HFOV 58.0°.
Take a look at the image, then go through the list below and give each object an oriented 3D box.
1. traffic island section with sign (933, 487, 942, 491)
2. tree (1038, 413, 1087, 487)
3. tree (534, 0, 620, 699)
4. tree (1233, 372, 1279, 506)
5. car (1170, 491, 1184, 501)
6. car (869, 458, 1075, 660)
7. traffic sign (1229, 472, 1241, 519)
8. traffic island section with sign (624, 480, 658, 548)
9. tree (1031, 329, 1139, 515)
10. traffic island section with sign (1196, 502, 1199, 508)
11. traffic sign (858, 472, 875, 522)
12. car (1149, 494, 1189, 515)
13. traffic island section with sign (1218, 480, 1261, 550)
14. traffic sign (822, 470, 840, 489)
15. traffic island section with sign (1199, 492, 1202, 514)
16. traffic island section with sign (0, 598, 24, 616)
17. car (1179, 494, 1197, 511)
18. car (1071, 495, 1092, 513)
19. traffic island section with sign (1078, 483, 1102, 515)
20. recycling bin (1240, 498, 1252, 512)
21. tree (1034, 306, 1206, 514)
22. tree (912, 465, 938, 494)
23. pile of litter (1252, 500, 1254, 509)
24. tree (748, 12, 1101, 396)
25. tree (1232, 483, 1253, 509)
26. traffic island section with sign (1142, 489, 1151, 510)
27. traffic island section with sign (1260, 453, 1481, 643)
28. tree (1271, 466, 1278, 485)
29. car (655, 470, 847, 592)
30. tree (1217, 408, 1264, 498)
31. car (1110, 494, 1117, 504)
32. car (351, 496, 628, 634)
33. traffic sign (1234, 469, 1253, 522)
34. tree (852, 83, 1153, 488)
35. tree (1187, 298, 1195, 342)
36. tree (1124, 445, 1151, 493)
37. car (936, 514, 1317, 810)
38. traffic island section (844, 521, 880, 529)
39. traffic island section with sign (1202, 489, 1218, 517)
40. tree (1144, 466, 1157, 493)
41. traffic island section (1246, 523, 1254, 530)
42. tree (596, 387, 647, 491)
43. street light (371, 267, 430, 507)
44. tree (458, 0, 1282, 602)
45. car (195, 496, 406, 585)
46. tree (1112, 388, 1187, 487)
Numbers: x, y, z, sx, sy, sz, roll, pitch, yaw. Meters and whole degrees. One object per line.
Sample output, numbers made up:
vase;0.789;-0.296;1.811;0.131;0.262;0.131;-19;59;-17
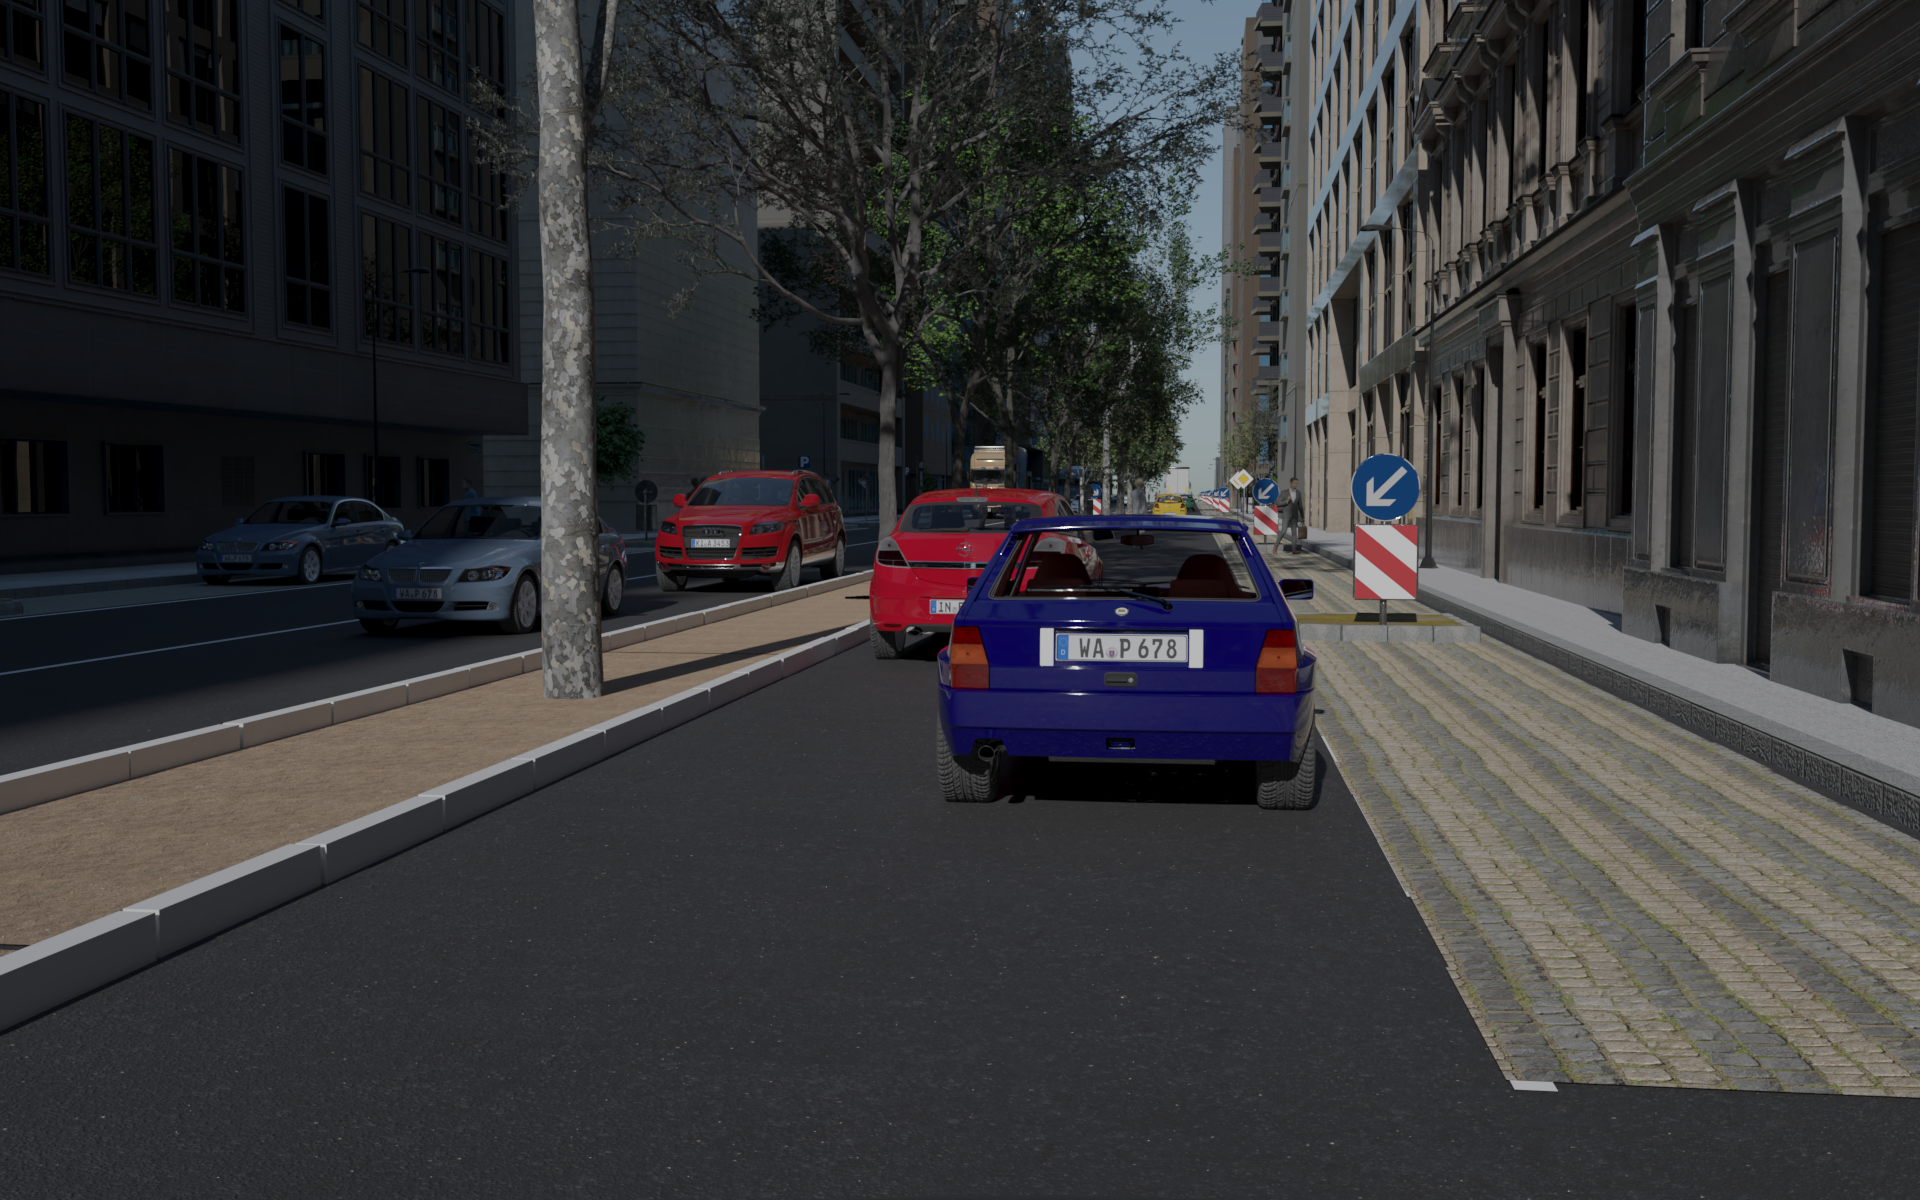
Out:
traffic island section with sign;-1.297;-5.704;101.881;1.989;1.847;2.006;0;4;8
tree;13.375;-19.002;228.815;7.486;12.596;7.792;0;3;0
tree;-1.635;-9.312;10.600;12.611;20.169;13.585;0;3;0
tree;18.417;-9.486;105.461;4.360;8.622;3.978;0;3;0
car;15.841;-7.337;130.183;2.015;1.641;3.980;0;4;8
car;0.353;-0.447;16.346;2.155;1.783;4.494;1;4;8
traffic sign;12.362;-4.489;77.039;0.795;2.450;0.064;0;4;8
traffic island section with sign;-8.629;-2.343;46.936;1.989;1.847;2.006;0;4;8
tree;4.707;-6.952;66.480;4.360;8.622;3.978;0;3;0
traffic island section with sign;25.288;-10.258;176.338;1.989;1.847;2.006;0;4;8
traffic sign;-4.283;-4.626;79.271;0.795;2.450;0.064;0;4;8
car;10.747;-4.817;88.979;2.015;1.641;3.980;0;4;6
traffic island section with sign;7.695;-2.186;44.376;1.989;1.847;2.006;0;4;8
traffic sign;-5.338;-4.141;71.355;0.795;2.450;0.064;0;4;8
traffic island section with sign;18.602;-7.189;126.170;1.989;1.847;2.006;0;4;8
traffic island section with sign;-12.187;-0.709;20.216;1.989;1.847;2.006;0;4;8
car;18.833;-8.169;145.353;2.131;1.459;4.920;0;4;8
car;9.506;-7.386;132.766;2.014;1.417;4.499;1;4;8
traffic island section with sign;6.055;-4.249;77.612;2.006;1.907;1.989;0;4;8
recycling bin;20.184;-6.698;122.061;0.722;1.027;0.722;0;4;-1
tree;9.239;-11.003;99.358;9.611;12.733;9.660;0;3;0
tree;-2.192;-7.393;115.480;1.663;3.219;1.824;0;3;0
pile of litter;24.915;-8.219;148.351;1.176;0.858;1.719;0;4;8
tree;-0.174;-5.890;33.169;8.767;10.594;7.601;0;4;8
tree;25.150;-9.750;154.009;1.663;3.219;1.824;0;3;0
traffic island section with sign;15.978;-8.805;152.095;2.006;1.907;1.989;0;4;8
traffic island section with sign;4.135;-0.551;17.639;1.989;1.847;2.006;0;4;8
tree;19.097;-6.548;101.669;1.663;3.219;1.824;0;3;0
car;-3.150;-1.118;26.954;2.281;1.827;5.304;0;4;8
tree;23.873;-11.964;145.979;4.737;8.622;4.395;0;3;0
car;22.452;-14.856;254.890;2.014;1.417;4.499;0;4;7
car;-5.088;-0.447;19.316;2.014;1.417;4.499;0;4;7
traffic sign;11.306;-4.005;69.123;0.795;2.450;0.064;0;4;8
tree;1.161;-6.977;42.284;9.928;11.665;9.643;0;3;0
tree;2.632;-6.983;51.047;8.767;10.594;7.601;0;4;8
tree;14.877;-11.621;142.815;4.737;8.622;4.395;0;3;0
car;0.938;0.202;9.284;1.945;1.354;3.894;0;4;8
traffic island section;-4.307;-3.490;79.335;2.009;0.180;2.903;0;4;8
traffic island section with sign;15.043;-5.555;99.450;1.989;1.847;2.006;0;4;8
tree;9.890;-9.401;106.531;4.360;8.622;3.978;0;3;0
traffic island section;12.386;-3.354;77.113;2.009;0.180;2.903;0;4;8
tree;-11.094;-4.207;52.497;4.285;4.588;4.351;0;3;0
street light;-11.543;-3.863;35.709;1.470;5.913;1.316;0;4;8
tree;-0.979;-6.751;23.212;12.009;13.543;11.850;0;3;0
car;-10.819;-1.024;28.741;2.014;1.417;4.499;0;4;8
tree;15.595;-13.975;149.068;7.486;12.596;7.792;0;3;0
